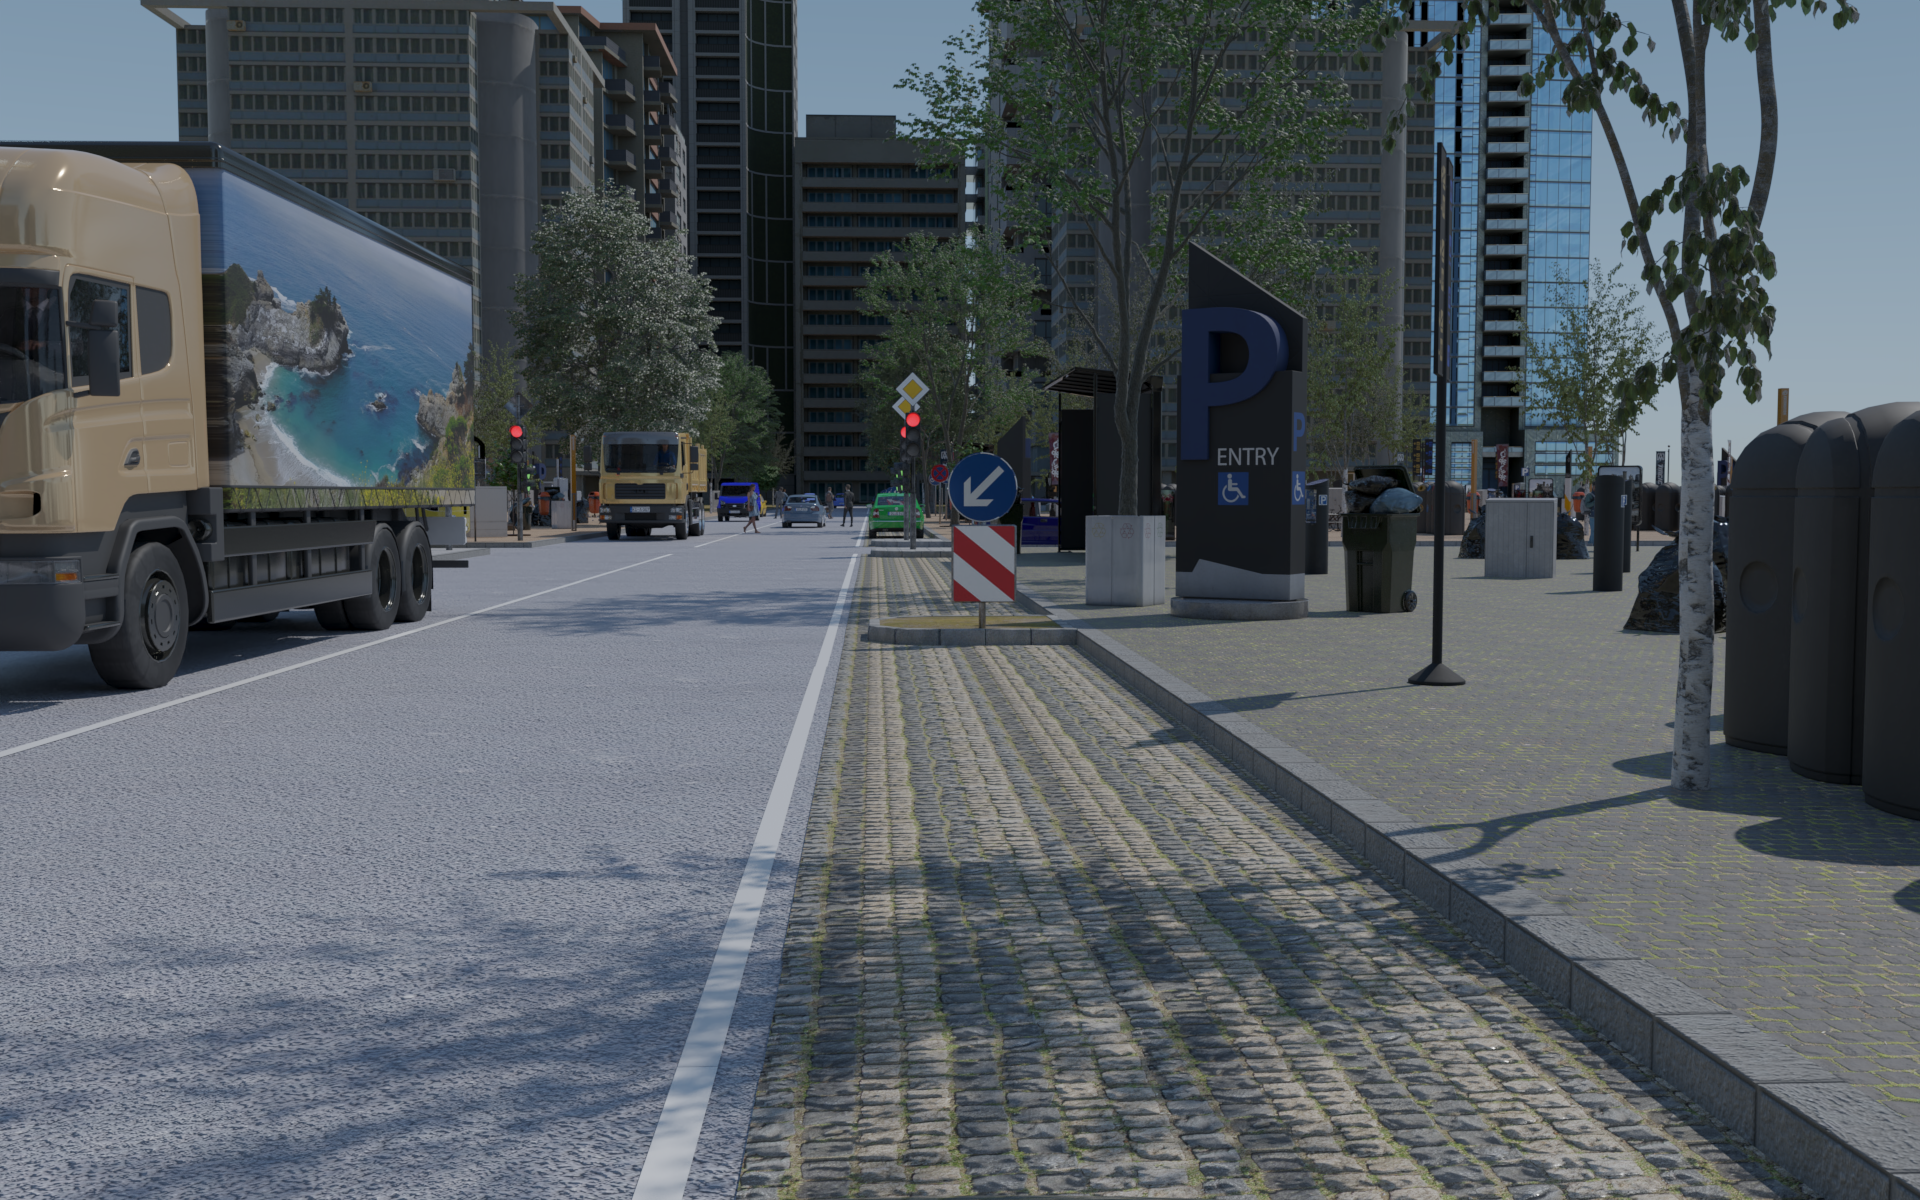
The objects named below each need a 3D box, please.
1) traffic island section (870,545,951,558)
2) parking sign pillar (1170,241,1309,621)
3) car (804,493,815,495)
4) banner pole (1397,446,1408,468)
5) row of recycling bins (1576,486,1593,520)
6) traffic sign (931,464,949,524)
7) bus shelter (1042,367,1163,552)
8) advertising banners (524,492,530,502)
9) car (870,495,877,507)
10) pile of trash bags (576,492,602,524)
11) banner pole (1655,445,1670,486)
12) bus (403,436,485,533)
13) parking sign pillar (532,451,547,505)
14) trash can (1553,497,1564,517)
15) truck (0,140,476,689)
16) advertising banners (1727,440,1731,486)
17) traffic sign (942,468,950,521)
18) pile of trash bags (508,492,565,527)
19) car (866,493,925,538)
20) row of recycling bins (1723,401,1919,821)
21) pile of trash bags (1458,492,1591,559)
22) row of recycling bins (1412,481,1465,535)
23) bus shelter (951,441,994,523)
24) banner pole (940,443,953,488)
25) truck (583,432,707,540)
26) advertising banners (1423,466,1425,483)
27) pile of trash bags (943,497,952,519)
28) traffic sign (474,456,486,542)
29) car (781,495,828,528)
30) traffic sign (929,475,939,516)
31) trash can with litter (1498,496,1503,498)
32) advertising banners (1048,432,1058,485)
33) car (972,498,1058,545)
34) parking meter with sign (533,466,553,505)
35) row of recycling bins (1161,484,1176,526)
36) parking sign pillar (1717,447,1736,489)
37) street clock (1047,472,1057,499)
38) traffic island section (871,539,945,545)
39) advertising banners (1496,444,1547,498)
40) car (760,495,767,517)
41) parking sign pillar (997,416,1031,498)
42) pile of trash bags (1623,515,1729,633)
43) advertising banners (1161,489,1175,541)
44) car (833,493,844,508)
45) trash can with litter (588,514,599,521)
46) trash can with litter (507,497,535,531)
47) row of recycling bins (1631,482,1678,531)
[{"bbox_3d":[-1.067,-1.091,40.113,2.009,0.180,2.903,0,4,-3],"label":"traffic island section"},{"bbox_3d":[2.944,-1.815,18.142,1.447,3.967,1.447,2,4,33],"label":"parking sign pillar"},{"bbox_3d":[-16.480,-11.028,189.904,1.945,1.707,3.694,0,4,-3],"label":"car"},{"bbox_3d":[23.074,-6.132,90.268,0.863,3.779,0.401,-2,4,-24],"label":"banner pole"},{"bbox_3d":[30.944,-4.687,83.737,1.069,1.692,3.534,-1,4,-11],"label":"row of recycling bins"},{"bbox_3d":[-0.856,-4.528,74.134,0.768,2.556,0.104,0,4,4],"label":"traffic sign"},{"bbox_3d":[2.815,-2.679,35.093,1.731,3.624,6.357,0,4,-3],"label":"bus shelter"},{"bbox_3d":[-21.893,-5.572,87.294,0.090,3.025,2.074,0,4,-3],"label":"advertising banners"},{"bbox_3d":[-6.594,-8.126,145.442,1.945,1.354,3.894,0,4,-1],"label":"car"},{"bbox_3d":[-16.730,-3.994,75.057,3.447,1.369,1.912,3,4,38],"label":"pile of trash bags"},{"bbox_3d":[35.959,-6.026,88.544,0.863,3.779,0.401,0,4,8],"label":"banner pole"},{"bbox_3d":[-18.423,-3.178,43.513,12.252,3.916,2.896,0,4,-4],"label":"bus"},{"bbox_3d":[-26.667,-7.424,109.851,1.447,3.967,1.447,1,4,9],"label":"parking sign pillar"},{"bbox_3d":[26.829,-4.067,78.151,0.748,1.137,0.748,0,3,0],"label":"trash can"},{"bbox_3d":[-7.138,-1.661,16.073,2.839,4.237,11.283,0,4,-1],"label":"truck"},{"bbox_3d":[25.263,-3.695,56.602,0.090,3.025,2.074,2,4,35],"label":"advertising banners"},{"bbox_3d":[-0.664,-5.122,83.848,0.768,2.556,0.104,0,4,2],"label":"traffic sign"},{"bbox_3d":[-16.809,-3.611,68.795,1.912,1.369,3.447,-2,4,-26],"label":"pile of trash bags"},{"bbox_3d":[-2.110,-2.944,56.937,1.959,1.807,4.718,0,4,-3],"label":"car"},{"bbox_3d":[4.231,-0.015,7.351,1.069,1.692,3.534,0,4,3],"label":"row of recycling bins"},{"bbox_3d":[11.869,-1.526,34.700,3.447,1.369,1.912,-1,4,-18],"label":"pile of trash bags"},{"bbox_3d":[15.381,-2.952,55.380,1.069,1.692,3.534,0,4,2],"label":"row of recycling bins"},{"bbox_3d":[0.577,-5.389,79.385,1.731,3.624,6.357,0,4,-3],"label":"bus shelter"},{"bbox_3d":[-0.590,-5.799,84.833,0.863,3.779,0.401,1,4,20],"label":"banner pole"},{"bbox_3d":[-9.907,-3.691,56.279,3.469,3.379,9.791,0,4,-3],"label":"truck"},{"bbox_3d":[28.512,-6.826,107.797,0.090,3.025,2.074,0,4,-8],"label":"advertising banners"},{"bbox_3d":[-0.007,-4.834,88.781,1.912,1.369,3.447,1,4,12],"label":"pile of trash bags"},{"bbox_3d":[-13.066,-2.722,46.642,0.606,2.300,0.079,0,4,6],"label":"traffic sign"},{"bbox_3d":[-6.726,-3.837,74.739,2.014,1.417,4.499,0,4,-2],"label":"car"},{"bbox_3d":[-1.433,-6.195,101.391,0.768,2.556,0.104,0,4,5],"label":"traffic sign"},{"bbox_3d":[26.112,-4.403,83.044,2.233,1.210,1.678,2,4,33],"label":"trash can with litter"},{"bbox_3d":[3.209,-3.198,48.471,0.090,3.025,2.074,-3,5,-42],"label":"advertising banners"},{"bbox_3d":[2.194,-1.864,43.055,3.894,1.354,1.945,0,4,-2],"label":"car"},{"bbox_3d":[-25.342,-6.731,106.311,1.738,3.016,0.543,0,4,2],"label":"parking meter with sign"},{"bbox_3d":[8.193,-3.919,71.192,1.069,1.692,3.534,-1,4,-14],"label":"row of recycling bins"},{"bbox_3d":[44.073,-6.788,99.460,1.447,3.967,1.447,-1,4,-16],"label":"parking sign pillar"},{"bbox_3d":[3.037,-3.198,56.858,0.358,2.002,0.471,-1,4,-13],"label":"street clock"},{"bbox_3d":[-1.466,-1.578,48.088,2.009,0.180,2.903,0,4,-3],"label":"traffic island section"},{"bbox_3d":[19.327,-3.886,59.719,0.090,3.025,2.074,-3,4,-36],"label":"advertising banners"},{"bbox_3d":[-13.013,-5.970,107.828,2.015,1.641,3.980,0,4,-2],"label":"car"},{"bbox_3d":[1.882,-4.399,60.396,1.447,3.967,1.447,-3,5,-41],"label":"parking sign pillar"},{"bbox_3d":[8.103,-0.429,16.767,3.447,1.369,1.912,-3,4,-37],"label":"pile of trash bags"},{"bbox_3d":[6.426,-3.164,47.918,2.074,3.025,0.090,-1,4,-13],"label":"advertising banners"},{"bbox_3d":[-11.867,-10.088,174.531,1.945,1.707,3.694,0,4,-2],"label":"car"},{"bbox_3d":[-16.800,-4.407,83.109,1.678,1.210,2.233,-1,4,-10],"label":"trash can with litter"},{"bbox_3d":[-15.543,-3.030,60.934,1.055,1.170,0.624,-3,4,-37],"label":"trash can with litter"},{"bbox_3d":[24.391,-3.257,60.372,1.069,1.692,3.534,-2,4,-30],"label":"row of recycling bins"}]
